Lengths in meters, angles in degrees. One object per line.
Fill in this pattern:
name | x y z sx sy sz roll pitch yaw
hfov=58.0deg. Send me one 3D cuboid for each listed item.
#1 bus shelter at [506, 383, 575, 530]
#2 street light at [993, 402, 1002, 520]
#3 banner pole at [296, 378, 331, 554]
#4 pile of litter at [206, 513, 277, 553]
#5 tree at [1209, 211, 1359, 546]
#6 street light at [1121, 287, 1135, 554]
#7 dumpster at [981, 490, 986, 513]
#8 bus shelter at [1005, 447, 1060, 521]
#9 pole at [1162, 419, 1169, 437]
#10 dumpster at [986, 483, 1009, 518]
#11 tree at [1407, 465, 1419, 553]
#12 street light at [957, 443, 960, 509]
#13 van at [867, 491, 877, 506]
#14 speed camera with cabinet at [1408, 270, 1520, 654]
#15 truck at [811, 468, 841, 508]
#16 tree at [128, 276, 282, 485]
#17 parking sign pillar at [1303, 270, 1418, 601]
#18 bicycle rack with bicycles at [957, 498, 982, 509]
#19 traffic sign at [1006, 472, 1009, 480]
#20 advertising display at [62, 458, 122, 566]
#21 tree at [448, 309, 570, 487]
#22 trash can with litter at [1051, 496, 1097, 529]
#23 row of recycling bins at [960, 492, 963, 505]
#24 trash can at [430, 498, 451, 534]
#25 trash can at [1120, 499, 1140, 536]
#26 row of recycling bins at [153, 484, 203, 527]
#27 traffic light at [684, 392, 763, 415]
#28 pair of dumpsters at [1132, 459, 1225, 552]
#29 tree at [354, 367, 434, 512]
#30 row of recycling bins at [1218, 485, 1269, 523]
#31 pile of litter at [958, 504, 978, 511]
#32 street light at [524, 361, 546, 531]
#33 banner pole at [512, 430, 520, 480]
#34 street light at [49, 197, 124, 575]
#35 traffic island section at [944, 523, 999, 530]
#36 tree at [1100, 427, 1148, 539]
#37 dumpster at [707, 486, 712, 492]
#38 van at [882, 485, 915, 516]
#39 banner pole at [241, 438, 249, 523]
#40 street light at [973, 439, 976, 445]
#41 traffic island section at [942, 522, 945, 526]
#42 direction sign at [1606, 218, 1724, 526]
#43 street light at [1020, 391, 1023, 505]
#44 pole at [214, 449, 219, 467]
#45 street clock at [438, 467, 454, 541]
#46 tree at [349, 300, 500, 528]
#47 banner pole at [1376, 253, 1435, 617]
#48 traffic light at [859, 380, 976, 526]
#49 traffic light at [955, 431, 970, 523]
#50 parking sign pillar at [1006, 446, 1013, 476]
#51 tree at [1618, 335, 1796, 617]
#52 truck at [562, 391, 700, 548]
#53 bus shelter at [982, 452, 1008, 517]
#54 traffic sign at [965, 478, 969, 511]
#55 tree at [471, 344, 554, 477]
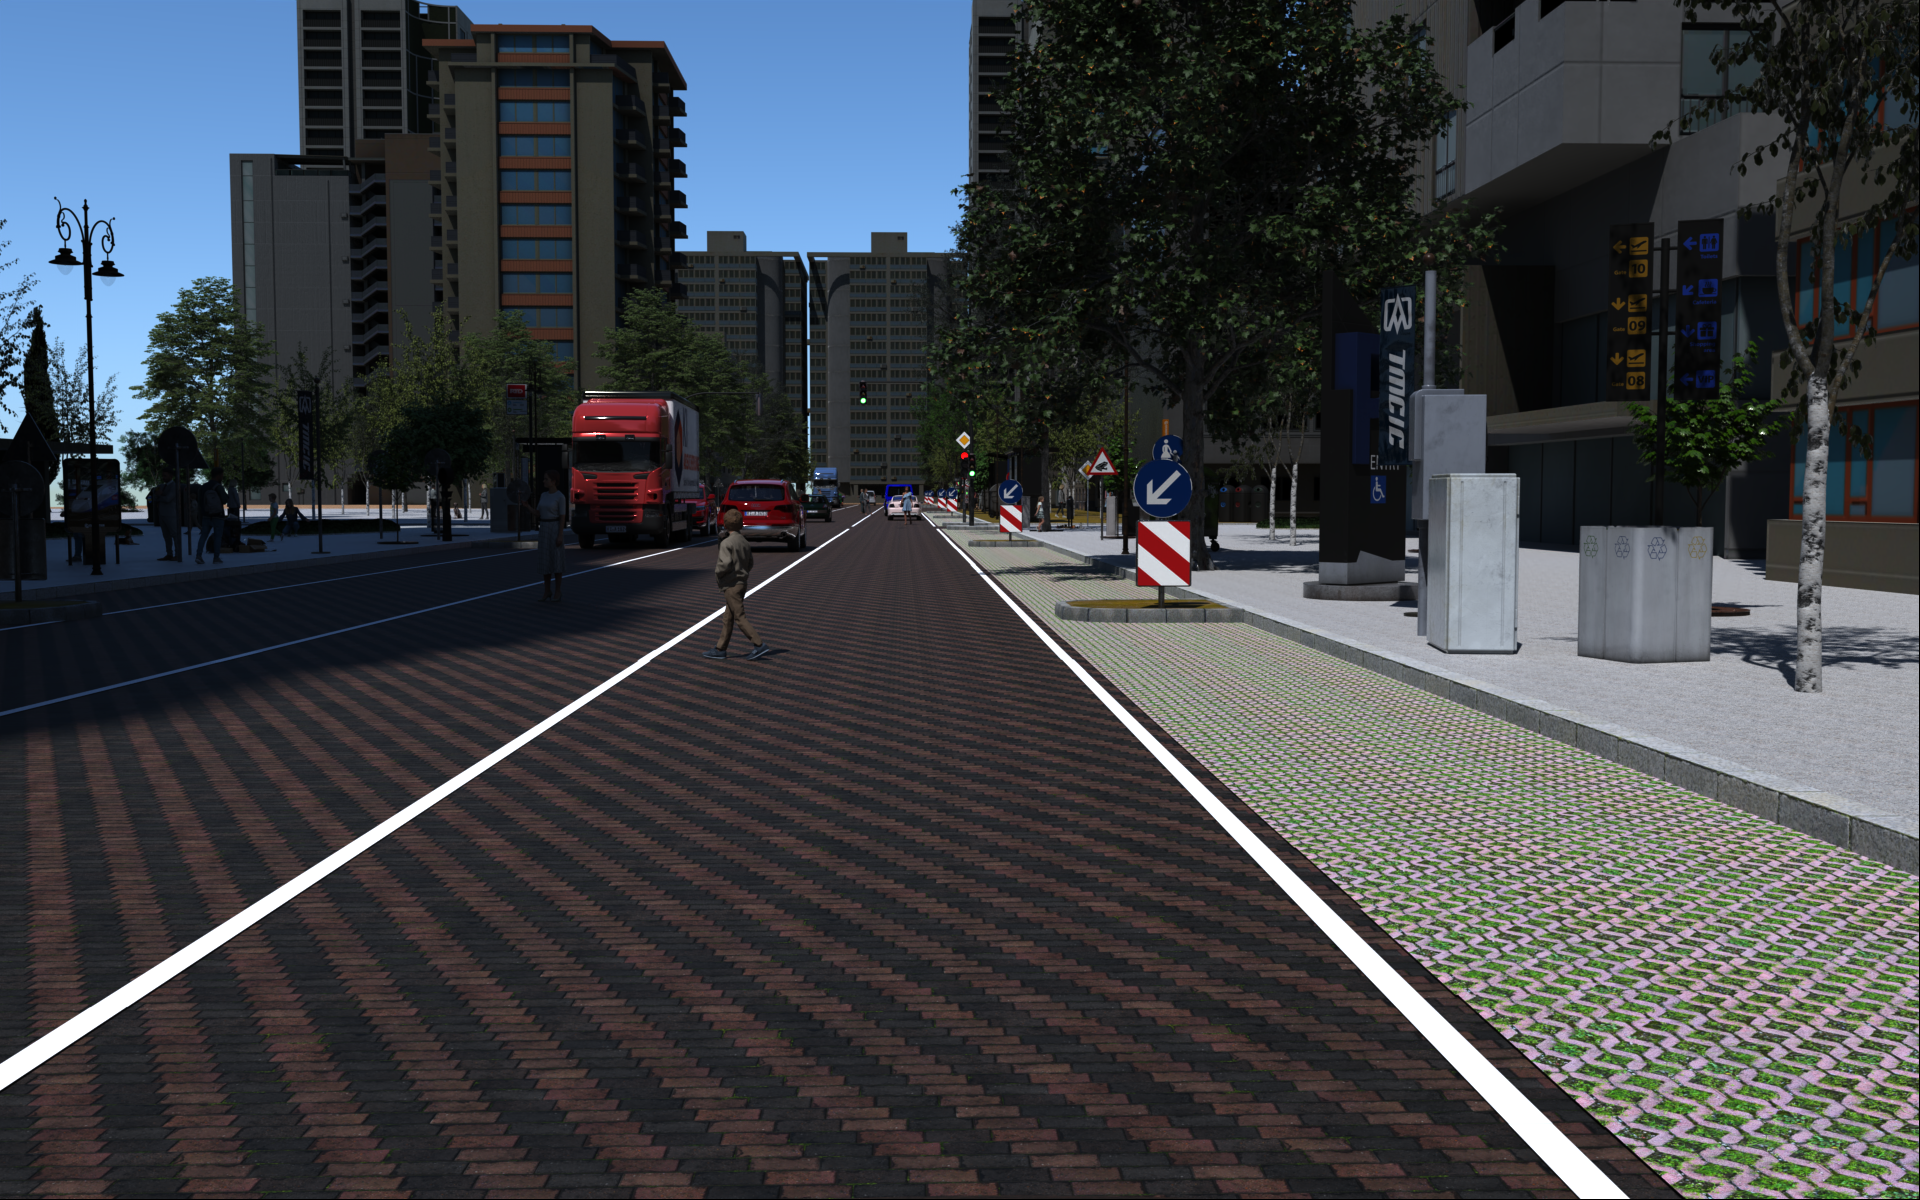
bus shelter | -15.430 -5.374 65.491 2.179 5.291 8.768 0 4 -2
street light | 1.878 -6.991 87.087 0.468 5.910 1.993 0 4 -2
banner pole | -13.896 -2.881 37.119 0.401 3.779 0.863 1 4 19
pile of litter | -15.851 -1.480 38.170 1.176 0.858 1.719 3 5 42
tree | 8.244 -5.664 42.963 4.360 8.622 3.978 0 3 0
street light | 3.532 -3.914 36.785 0.468 5.910 1.993 0 4 -2
dumpster | 2.125 -7.055 121.107 1.264 1.857 1.865 0 4 -2
bus shelter | 3.283 -6.370 81.775 2.179 5.291 8.768 0 4 -2
pole | 5.607 -3.274 47.380 0.158 3.312 0.155 0 3 0
dumpster | 2.220 -5.336 92.994 1.264 1.857 1.865 0 4 -2
tree | 10.507 -2.651 37.951 1.663 3.219 1.824 0 3 0
street light | -0.188 -10.976 152.246 0.468 5.910 1.993 0 4 -2
van | -11.268 -12.724 215.055 2.013 2.044 4.112 0 4 -3
speed camera with cabinet | 4.281 -1.248 14.744 0.660 3.252 2.038 0 4 6
truck | -13.942 -11.776 182.294 2.967 4.110 18.799 0 4 -3
tree | -39.363 -10.552 90.649 7.486 12.596 7.792 0 3 0
parking sign pillar | 4.979 -2.009 21.315 1.447 3.967 1.447 -3 5 -44
bicycle rack with bicycles | 1.079 -8.187 147.234 2.925 0.926 2.852 0 4 5
traffic sign | 2.896 -5.757 94.239 0.768 2.556 0.104 0 4 4
advertising display | -15.722 -1.602 31.404 0.123 1.923 0.974 3 4 39
tree | -27.719 -11.494 106.056 7.486 12.596 7.792 0 3 0
trash can with litter | 4.171 -3.304 65.082 1.678 1.210 2.233 0 4 -8
row of recycling bins | 0.597 -7.960 137.252 1.069 1.692 3.534 0 4 -3
trash can | -16.901 -2.735 56.373 0.748 1.137 0.748 0 3 0
trash can | 5.240 -2.515 52.781 0.748 1.137 0.748 0 3 0
row of recycling bins | -30.475 -3.744 68.331 3.534 1.692 1.069 2 4 29
traffic light | -11.188 -6.276 77.285 4.771 5.953 1.251 0 4 -2
pair of dumpsters | 5.082 -2.325 40.514 1.574 2.255 4.437 0 4 -2
tree | -40.190 -11.700 125.705 8.767 10.594 7.601 0 4 0
row of recycling bins | 12.496 -4.383 78.770 3.534 1.692 1.069 3 5 42
pile of litter | 0.602 -7.349 134.119 1.719 0.858 1.176 -1 4 -12
street light | -14.710 -5.340 60.101 0.468 5.910 1.993 0 4 -2
banner pole | -17.335 -4.752 67.706 0.401 3.779 0.863 0 4 5
street light | -13.703 -3.335 27.315 0.468 5.910 1.993 0 4 -2
traffic island section | 0.482 -2.905 69.776 2.009 0.180 2.903 0 4 -2
tree | 4.537 -3.393 50.072 1.663 3.219 1.824 0 3 0
dumpster | -16.436 -6.366 109.850 1.264 1.857 1.865 0 4 -2
van | -4.000 -6.657 113.230 2.240 2.365 5.245 0 4 -3
banner pole | -32.094 -5.353 77.533 0.401 3.779 0.863 -1 4 -23
street light | 0.845 -8.983 119.667 0.468 5.910 1.993 0 4 -2
traffic island section | 0.218 -3.393 77.756 2.009 0.180 2.903 0 4 -2
direction sign | 5.861 -1.375 14.482 0.876 3.537 0.379 1 4 22
street light | 2.479 -5.907 69.363 0.468 5.910 1.993 0 4 -2
pole | -33.707 -5.182 78.569 0.158 3.312 0.155 0 3 0
street clock | -13.941 -2.597 47.024 0.471 2.002 0.358 3 5 42
tree | -20.329 -7.078 66.084 4.737 8.622 4.395 0 3 0
banner pole | 4.732 -1.729 18.284 0.401 3.779 0.863 -3 4 -37
traffic light | -1.646 -5.797 69.450 4.771 5.953 1.251 0 4 -2
traffic light | 0.177 -5.426 77.641 0.839 4.253 0.868 0 4 -2
parking sign pillar | 3.244 -6.564 95.797 1.447 3.967 1.447 1 4 20
tree | 7.859 -1.471 18.647 1.663 3.219 1.824 0 3 0
truck | -9.155 -3.701 49.420 2.839 4.237 11.283 0 4 -3
bus shelter | 2.307 -6.681 100.512 1.731 3.624 6.357 0 4 -2
traffic sign | 0.653 -7.864 128.675 0.768 2.556 0.104 0 4 5
tree | -37.266 -14.192 142.403 12.009 13.543 11.850 0 3 0
